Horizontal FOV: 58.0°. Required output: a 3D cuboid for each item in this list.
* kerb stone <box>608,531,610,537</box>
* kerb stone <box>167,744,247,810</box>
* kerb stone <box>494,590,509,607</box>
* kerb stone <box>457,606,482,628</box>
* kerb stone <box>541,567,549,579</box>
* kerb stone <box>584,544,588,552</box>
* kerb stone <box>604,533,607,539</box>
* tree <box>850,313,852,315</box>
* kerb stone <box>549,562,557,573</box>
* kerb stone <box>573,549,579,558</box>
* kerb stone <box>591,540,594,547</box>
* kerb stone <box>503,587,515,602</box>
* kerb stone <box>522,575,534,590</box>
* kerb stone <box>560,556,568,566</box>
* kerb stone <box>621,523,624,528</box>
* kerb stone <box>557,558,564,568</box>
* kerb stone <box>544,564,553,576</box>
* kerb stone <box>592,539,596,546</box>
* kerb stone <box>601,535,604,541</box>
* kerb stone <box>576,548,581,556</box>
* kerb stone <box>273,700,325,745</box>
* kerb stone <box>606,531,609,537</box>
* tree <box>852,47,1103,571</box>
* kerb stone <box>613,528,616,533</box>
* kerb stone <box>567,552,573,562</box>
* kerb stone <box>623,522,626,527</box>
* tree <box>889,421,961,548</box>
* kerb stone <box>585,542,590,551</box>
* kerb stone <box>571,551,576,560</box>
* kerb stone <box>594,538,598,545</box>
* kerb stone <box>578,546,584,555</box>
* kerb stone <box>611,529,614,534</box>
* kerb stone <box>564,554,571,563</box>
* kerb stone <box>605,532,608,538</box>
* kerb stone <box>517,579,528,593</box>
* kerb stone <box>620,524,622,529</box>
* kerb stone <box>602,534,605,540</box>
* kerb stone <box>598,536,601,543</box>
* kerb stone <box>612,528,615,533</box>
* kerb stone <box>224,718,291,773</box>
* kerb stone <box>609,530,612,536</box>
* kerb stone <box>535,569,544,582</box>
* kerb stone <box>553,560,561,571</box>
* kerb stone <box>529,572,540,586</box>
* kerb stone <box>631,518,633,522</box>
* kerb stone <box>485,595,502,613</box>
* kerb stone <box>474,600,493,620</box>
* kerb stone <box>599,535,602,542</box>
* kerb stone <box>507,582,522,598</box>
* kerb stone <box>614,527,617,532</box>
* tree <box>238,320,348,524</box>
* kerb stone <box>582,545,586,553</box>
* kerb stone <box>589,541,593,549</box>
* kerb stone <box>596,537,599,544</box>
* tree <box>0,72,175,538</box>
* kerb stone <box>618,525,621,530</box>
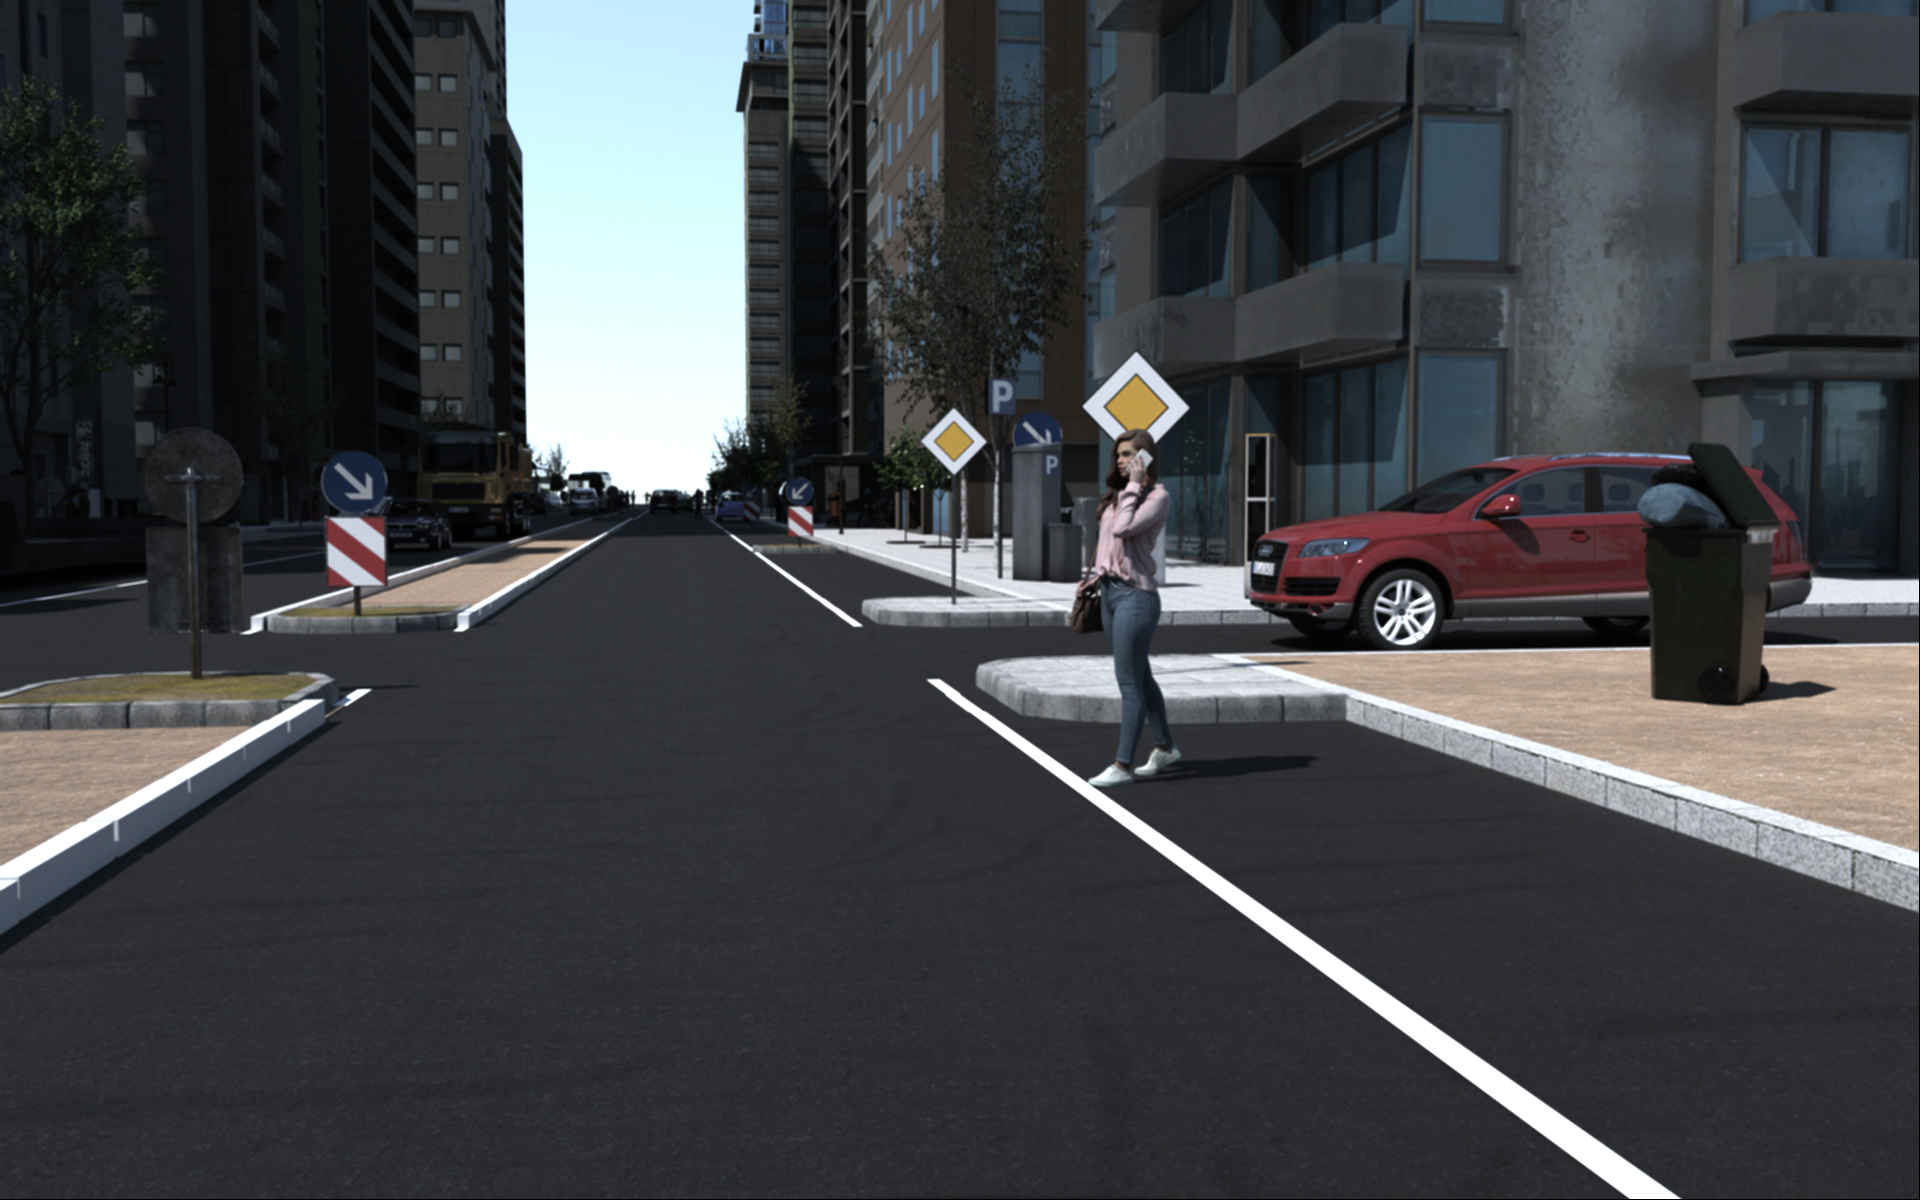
[{"bbox_3d":[-11.541,-2.090,56.374,0.120,0.150,1.000,-1,4,-9],"label":"kerb stone"},{"bbox_3d":[-3.622,0.849,8.317,0.120,0.150,1.000,-1,4,-9],"label":"kerb stone"},{"bbox_3d":[-5.876,0.011,22.019,0.120,0.150,1.000,-1,4,-9],"label":"kerb stone"},{"bbox_3d":[-5.387,0.201,18.988,0.120,0.150,1.000,-1,4,-9],"label":"kerb stone"},{"bbox_3d":[-7.045,-0.419,29.083,0.120,0.150,1.000,-1,4,-9],"label":"kerb stone"},{"bbox_3d":[-9.210,-1.222,42.215,0.120,0.150,1.000,-1,4,-9],"label":"kerb stone"},{"bbox_3d":[-11.044,-1.901,53.349,0.120,0.150,1.000,-1,4,-9],"label":"kerb stone"},{"bbox_3d":[-0.132,-5.342,37.697,4.360,8.622,3.978,0,3,0],"label":"tree"},{"bbox_3d":[-7.380,-0.538,31.102,0.120,0.150,1.000,-1,4,-9],"label":"kerb stone"},{"bbox_3d":[-8.546,-0.977,38.169,0.120,0.150,1.000,-1,4,-9],"label":"kerb stone"},{"bbox_3d":[-9.714,-1.410,45.253,0.120,0.150,1.000,-1,4,-9],"label":"kerb stone"},{"bbox_3d":[-6.053,-0.044,23.030,0.120,0.150,1.000,-1,4,-9],"label":"kerb stone"},{"bbox_3d":[-6.545,-0.236,26.056,0.120,0.150,1.000,-1,4,-9],"label":"kerb stone"},{"bbox_3d":[-7.877,-0.730,34.127,0.120,0.150,1.000,-1,4,-9],"label":"kerb stone"},{"bbox_3d":[-13.887,-2.958,70.559,0.120,0.150,1.000,-1,4,-9],"label":"kerb stone"},{"bbox_3d":[-7.717,-0.668,33.117,0.120,0.150,1.000,-1,4,-9],"label":"kerb stone"},{"bbox_3d":[-7.209,-0.482,30.094,0.120,0.150,1.000,-1,4,-9],"label":"kerb stone"},{"bbox_3d":[-9.880,-1.471,46.270,0.120,0.150,1.000,-1,4,-9],"label":"kerb stone"},{"bbox_3d":[-10.715,-1.782,51.331,0.120,0.150,1.000,-1,4,-9],"label":"kerb stone"},{"bbox_3d":[-8.711,-1.039,39.186,0.120,0.150,1.000,-1,4,-9],"label":"kerb stone"},{"bbox_3d":[-3.954,0.728,10.341,0.120,0.150,1.000,-1,4,-9],"label":"kerb stone"},{"bbox_3d":[-11.372,-2.027,55.367,0.120,0.150,1.000,-1,4,-9],"label":"kerb stone"},{"bbox_3d":[0.566,-4.814,29.076,4.360,8.622,3.978,0,3,0],"label":"tree"},{"bbox_3d":[-12.379,-2.401,61.446,0.120,0.150,1.000,-1,4,-9],"label":"kerb stone"},{"bbox_3d":[-8.214,-0.853,36.145,0.120,0.150,1.000,-1,4,-9],"label":"kerb stone"},{"bbox_3d":[-14.393,-3.143,73.589,0.120,0.150,1.000,-1,4,-9],"label":"kerb stone"},{"bbox_3d":[-0.404,-2.865,41.447,1.663,3.219,1.824,0,3,0],"label":"tree"},{"bbox_3d":[-9.379,-1.286,43.223,0.120,0.150,1.000,-1,4,-9],"label":"kerb stone"},{"bbox_3d":[-8.375,-0.915,37.156,0.120,0.150,1.000,-1,4,-9],"label":"kerb stone"},{"bbox_3d":[-10.044,-1.534,47.280,0.120,0.150,1.000,-1,4,-9],"label":"kerb stone"},{"bbox_3d":[-8.878,-1.101,40.198,0.120,0.150,1.000,-1,4,-9],"label":"kerb stone"},{"bbox_3d":[-12.046,-2.276,59.425,0.120,0.150,1.000,-1,4,-9],"label":"kerb stone"},{"bbox_3d":[-8.044,-0.792,35.137,0.120,0.150,1.000,-1,4,-9],"label":"kerb stone"},{"bbox_3d":[-11.221,-1.967,54.355,0.120,0.150,1.000,-1,4,-9],"label":"kerb stone"},{"bbox_3d":[-6.385,-0.174,25.046,0.120,0.150,1.000,-1,4,-9],"label":"kerb stone"},{"bbox_3d":[-13.548,-2.834,68.532,0.120,0.150,1.000,-1,4,-9],"label":"kerb stone"},{"bbox_3d":[-10.876,-1.844,52.341,0.120,0.150,1.000,-1,4,-9],"label":"kerb stone"},{"bbox_3d":[-10.375,-1.657,49.308,0.120,0.150,1.000,-1,4,-9],"label":"kerb stone"},{"bbox_3d":[-12.215,-2.338,60.434,0.120,0.150,1.000,-1,4,-9],"label":"kerb stone"},{"bbox_3d":[-3.792,0.787,9.329,0.120,0.150,1.000,-1,4,-9],"label":"kerb stone"},{"bbox_3d":[-11.709,-2.153,57.391,0.120,0.150,1.000,-1,4,-9],"label":"kerb stone"},{"bbox_3d":[-6.884,-0.359,28.073,0.120,0.150,1.000,-1,4,-9],"label":"kerb stone"},{"bbox_3d":[-7.547,-0.606,32.110,0.120,0.150,1.000,-1,4,-9],"label":"kerb stone"},{"bbox_3d":[-6.705,-0.295,27.067,0.120,0.150,1.000,-1,4,-9],"label":"kerb stone"},{"bbox_3d":[-16.217,-3.819,84.726,0.120,0.150,1.000,-1,4,-9],"label":"kerb stone"},{"bbox_3d":[-5.704,0.072,21.012,0.120,0.150,1.000,-1,4,-9],"label":"kerb stone"},{"bbox_3d":[-5.544,0.134,20.002,0.120,0.150,1.000,-1,4,-9],"label":"kerb stone"},{"bbox_3d":[-10.547,-1.714,50.316,0.120,0.150,1.000,-1,4,-9],"label":"kerb stone"},{"bbox_3d":[-6.220,-0.112,24.038,0.120,0.150,1.000,-1,4,-9],"label":"kerb stone"},{"bbox_3d":[-12.545,-2.462,62.455,0.120,0.150,1.000,-1,4,-9],"label":"kerb stone"},{"bbox_3d":[-28.531,-7.537,73.595,4.737,8.622,4.395,0,3,0],"label":"tree"},{"bbox_3d":[-9.046,-1.160,41.206,0.120,0.150,1.000,-1,4,-9],"label":"kerb stone"},{"bbox_3d":[-9.537,-1.348,44.239,0.120,0.150,1.000,-1,4,-9],"label":"kerb stone"},{"bbox_3d":[-10.211,-1.595,48.288,0.120,0.150,1.000,-1,4,-9],"label":"kerb stone"},{"bbox_3d":[-23.970,-7.232,43.998,9.928,11.665,9.643,0,3,0],"label":"tree"},{"bbox_3d":[-13.210,-2.707,66.505,0.120,0.150,1.000,-1,4,-9],"label":"kerb stone"}]
